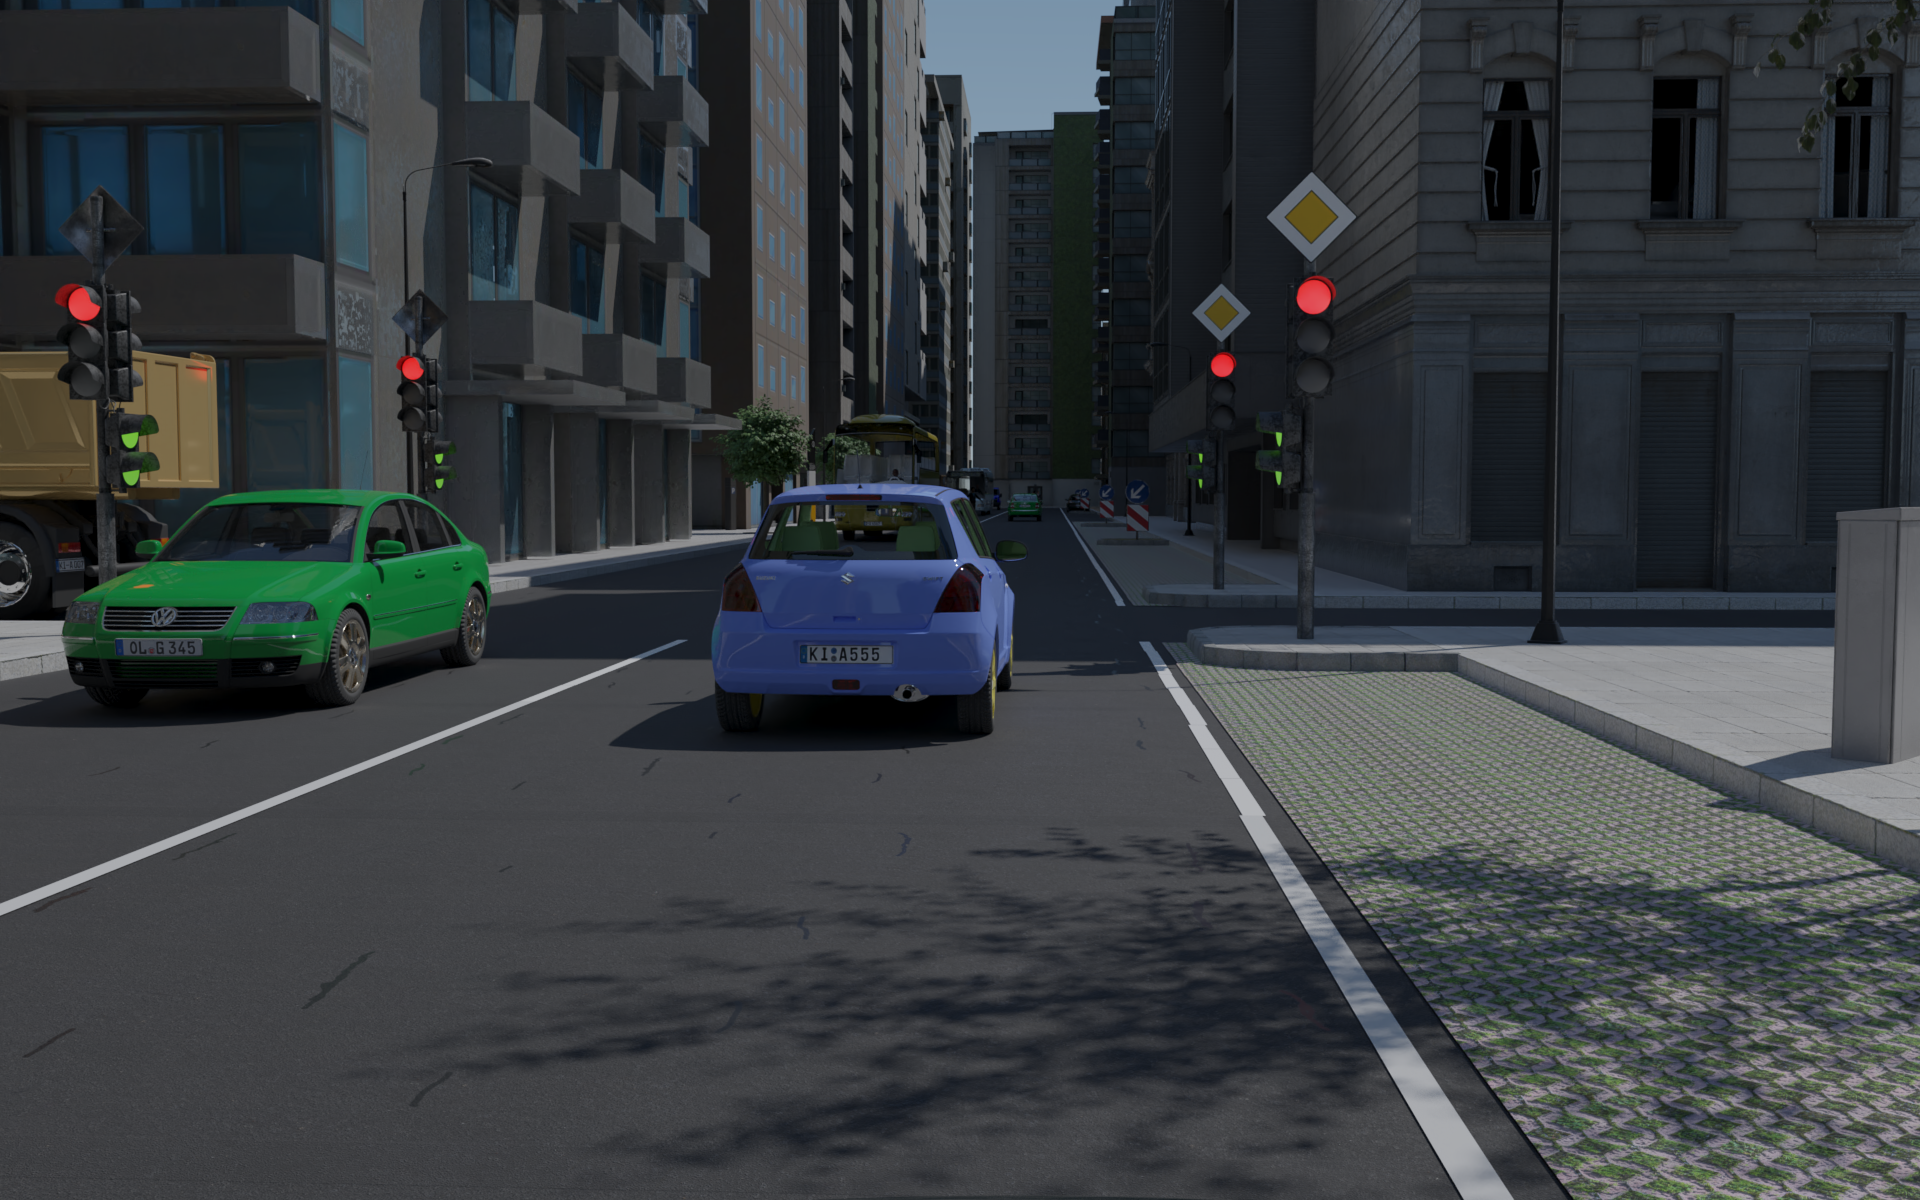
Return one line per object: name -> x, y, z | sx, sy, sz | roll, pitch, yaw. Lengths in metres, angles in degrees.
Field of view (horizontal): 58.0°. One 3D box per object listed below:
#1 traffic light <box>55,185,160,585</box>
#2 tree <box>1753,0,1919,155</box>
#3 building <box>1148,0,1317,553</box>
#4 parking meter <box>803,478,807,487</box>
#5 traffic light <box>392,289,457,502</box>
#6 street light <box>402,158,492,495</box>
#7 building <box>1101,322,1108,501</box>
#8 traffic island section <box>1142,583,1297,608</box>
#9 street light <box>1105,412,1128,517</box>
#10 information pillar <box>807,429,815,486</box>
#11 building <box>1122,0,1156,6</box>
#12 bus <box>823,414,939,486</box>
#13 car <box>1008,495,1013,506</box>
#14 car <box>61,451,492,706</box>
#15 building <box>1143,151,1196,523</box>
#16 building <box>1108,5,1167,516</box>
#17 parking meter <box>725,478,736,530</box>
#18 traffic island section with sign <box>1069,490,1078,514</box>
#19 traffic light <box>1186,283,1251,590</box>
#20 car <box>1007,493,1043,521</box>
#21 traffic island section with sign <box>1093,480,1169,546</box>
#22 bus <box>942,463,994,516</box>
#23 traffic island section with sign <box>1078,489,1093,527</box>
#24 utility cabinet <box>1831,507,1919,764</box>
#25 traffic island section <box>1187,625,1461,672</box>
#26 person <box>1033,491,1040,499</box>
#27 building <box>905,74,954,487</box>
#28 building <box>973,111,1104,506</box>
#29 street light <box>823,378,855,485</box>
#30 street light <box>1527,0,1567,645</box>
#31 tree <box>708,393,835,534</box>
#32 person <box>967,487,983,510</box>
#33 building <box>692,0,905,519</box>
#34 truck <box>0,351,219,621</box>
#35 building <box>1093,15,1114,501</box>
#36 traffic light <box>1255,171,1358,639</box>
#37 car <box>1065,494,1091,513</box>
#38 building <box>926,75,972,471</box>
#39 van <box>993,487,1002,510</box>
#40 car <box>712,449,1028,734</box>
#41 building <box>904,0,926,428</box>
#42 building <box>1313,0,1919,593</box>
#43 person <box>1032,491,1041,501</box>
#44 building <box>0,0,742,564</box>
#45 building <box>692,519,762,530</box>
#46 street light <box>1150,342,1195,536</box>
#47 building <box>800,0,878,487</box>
traffic light -> -7.802, -1.644, 15.800 | 0.839, 4.253, 0.868 | 0, 4, 3
tree -> 4.744, -3.471, 7.106 | 4.360, 8.622, 3.978 | 0, 3, 0
building -> 13.219, -13.993, 47.851 | 14.314, 24.678, 30.058 | 0, 4, 3
parking meter -> -5.563, -3.557, 63.866 | 0.399, 1.863, 0.255 | -1, 4, -15
traffic light -> -7.381, -2.132, 23.774 | 0.839, 4.253, 0.868 | 0, 4, 3
street light -> -7.157, -3.155, 24.118 | 1.470, 5.913, 1.316 | 0, 4, 3
building -> 30.524, -21.407, 195.050 | 28.899, 21.520, 27.650 | 0, 4, 3
traffic island section -> 3.505, -0.064, 23.332 | 2.009, 0.180, 2.903 | 0, 4, 3
street light -> 8.858, -7.646, 97.554 | 1.470, 5.913, 1.316 | 0, 4, 3
information pillar -> -5.312, -4.319, 61.974 | 0.183, 3.616, 0.504 | 1, 4, 23
building -> 23.371, -31.125, 128.502 | 23.786, 49.044, 30.456 | 0, 4, 3
bus -> -2.298, -4.004, 57.009 | 2.896, 3.916, 12.252 | 0, 4, 3
car -> 4.633, -7.372, 132.893 | 2.083, 1.381, 4.827 | 0, 4, 2
car -> -4.955, -0.265, 13.127 | 1.959, 1.807, 4.718 | 0, 4, 1
building -> 15.867, -15.963, 80.087 | 14.460, 24.649, 34.723 | 0, 4, 3
building -> 16.166, -20.471, 106.398 | 14.160, 30.474, 14.107 | 0, 4, 3
parking meter -> -8.136, -3.408, 61.427 | 0.255, 1.863, 0.399 | 2, 4, 27
traffic island section with sign -> 8.878, -7.117, 124.982 | 1.989, 1.847, 2.006 | 0, 4, 3
traffic light -> 3.466, -2.098, 23.220 | 0.839, 4.253, 0.868 | 0, 4, 3
car -> 3.458, -5.104, 92.251 | 1.959, 1.807, 4.718 | 0, 4, 2
traffic island section with sign -> 4.860, -2.460, 48.841 | 1.989, 1.847, 2.006 | 0, 4, 3
bus -> 0.717, -7.567, 118.581 | 2.948, 3.499, 13.247 | 0, 4, 4
traffic island section with sign -> 6.286, -4.109, 75.804 | 1.989, 1.847, 2.006 | 0, 4, 3
utility cabinet -> 4.687, 0.154, 8.638 | 1.020, 1.237, 0.306 | -3, 5, -44
traffic island section -> 3.084, 0.423, 15.357 | 2.009, 0.180, 2.903 | 0, 4, 3
person -> 6.705, -8.960, 155.710 | 1.217, 1.736, 0.721 | 2, 4, 27
building -> -12.805, -28.586, 159.262 | 23.993, 40.220, 32.217 | 0, 4, 3
building -> 8.444, -30.902, 188.849 | 14.086, 41.232, 14.154 | 0, 4, 3
street light -> -4.900, -5.916, 69.271 | 1.470, 5.913, 1.316 | 0, 4, 3
street light -> 4.527, -2.585, 14.799 | 1.470, 5.913, 1.316 | 0, 4, 3
tree -> -6.460, -4.446, 56.399 | 4.285, 4.588, 4.351 | 0, 3, 0
person -> 0.763, -5.698, 101.299 | 1.348, 1.869, 0.705 | -3, 4, -36
building -> -10.889, -27.869, 105.764 | 14.600, 45.320, 14.200 | 0, 4, 3
truck -> -14.015, -1.499, 20.433 | 9.791, 3.379, 3.469 | 0, 4, 5
building -> 23.447, -30.817, 158.481 | 22.147, 44.769, 28.867 | 0, 4, 3
traffic light -> 3.045, -1.610, 15.246 | 0.839, 4.253, 0.868 | 0, 4, 3
car -> 9.158, -7.616, 134.311 | 2.009, 1.686, 4.222 | 0, 4, 2
building -> -9.739, -34.835, 193.255 | 21.600, 48.544, 21.300 | 0, 4, 3
van -> 2.691, -9.285, 156.191 | 2.240, 2.365, 5.245 | 0, 4, 2
car -> -0.523, -0.129, 11.695 | 1.945, 1.707, 3.694 | 0, 4, 4
building -> -16.618, -32.871, 126.675 | 28.713, 52.752, 27.495 | 0, 4, 3
building -> 15.025, -10.836, 26.322 | 18.267, 20.994, 9.793 | 0, 4, 3
person -> 6.803, -8.816, 153.446 | 0.742, 1.727, 0.445 | -1, 4, -22
building -> -18.218, -25.583, 37.896 | 23.786, 49.044, 30.456 | 0, 4, 3
building -> -13.894, -25.565, 68.096 | 14.600, 45.320, 14.200 | 0, 4, 3
street light -> 6.508, -4.930, 53.151 | 1.470, 5.913, 1.316 | 0, 4, 3
building -> -11.994, -19.504, 90.592 | 14.160, 30.474, 14.107 | 0, 4, 3
